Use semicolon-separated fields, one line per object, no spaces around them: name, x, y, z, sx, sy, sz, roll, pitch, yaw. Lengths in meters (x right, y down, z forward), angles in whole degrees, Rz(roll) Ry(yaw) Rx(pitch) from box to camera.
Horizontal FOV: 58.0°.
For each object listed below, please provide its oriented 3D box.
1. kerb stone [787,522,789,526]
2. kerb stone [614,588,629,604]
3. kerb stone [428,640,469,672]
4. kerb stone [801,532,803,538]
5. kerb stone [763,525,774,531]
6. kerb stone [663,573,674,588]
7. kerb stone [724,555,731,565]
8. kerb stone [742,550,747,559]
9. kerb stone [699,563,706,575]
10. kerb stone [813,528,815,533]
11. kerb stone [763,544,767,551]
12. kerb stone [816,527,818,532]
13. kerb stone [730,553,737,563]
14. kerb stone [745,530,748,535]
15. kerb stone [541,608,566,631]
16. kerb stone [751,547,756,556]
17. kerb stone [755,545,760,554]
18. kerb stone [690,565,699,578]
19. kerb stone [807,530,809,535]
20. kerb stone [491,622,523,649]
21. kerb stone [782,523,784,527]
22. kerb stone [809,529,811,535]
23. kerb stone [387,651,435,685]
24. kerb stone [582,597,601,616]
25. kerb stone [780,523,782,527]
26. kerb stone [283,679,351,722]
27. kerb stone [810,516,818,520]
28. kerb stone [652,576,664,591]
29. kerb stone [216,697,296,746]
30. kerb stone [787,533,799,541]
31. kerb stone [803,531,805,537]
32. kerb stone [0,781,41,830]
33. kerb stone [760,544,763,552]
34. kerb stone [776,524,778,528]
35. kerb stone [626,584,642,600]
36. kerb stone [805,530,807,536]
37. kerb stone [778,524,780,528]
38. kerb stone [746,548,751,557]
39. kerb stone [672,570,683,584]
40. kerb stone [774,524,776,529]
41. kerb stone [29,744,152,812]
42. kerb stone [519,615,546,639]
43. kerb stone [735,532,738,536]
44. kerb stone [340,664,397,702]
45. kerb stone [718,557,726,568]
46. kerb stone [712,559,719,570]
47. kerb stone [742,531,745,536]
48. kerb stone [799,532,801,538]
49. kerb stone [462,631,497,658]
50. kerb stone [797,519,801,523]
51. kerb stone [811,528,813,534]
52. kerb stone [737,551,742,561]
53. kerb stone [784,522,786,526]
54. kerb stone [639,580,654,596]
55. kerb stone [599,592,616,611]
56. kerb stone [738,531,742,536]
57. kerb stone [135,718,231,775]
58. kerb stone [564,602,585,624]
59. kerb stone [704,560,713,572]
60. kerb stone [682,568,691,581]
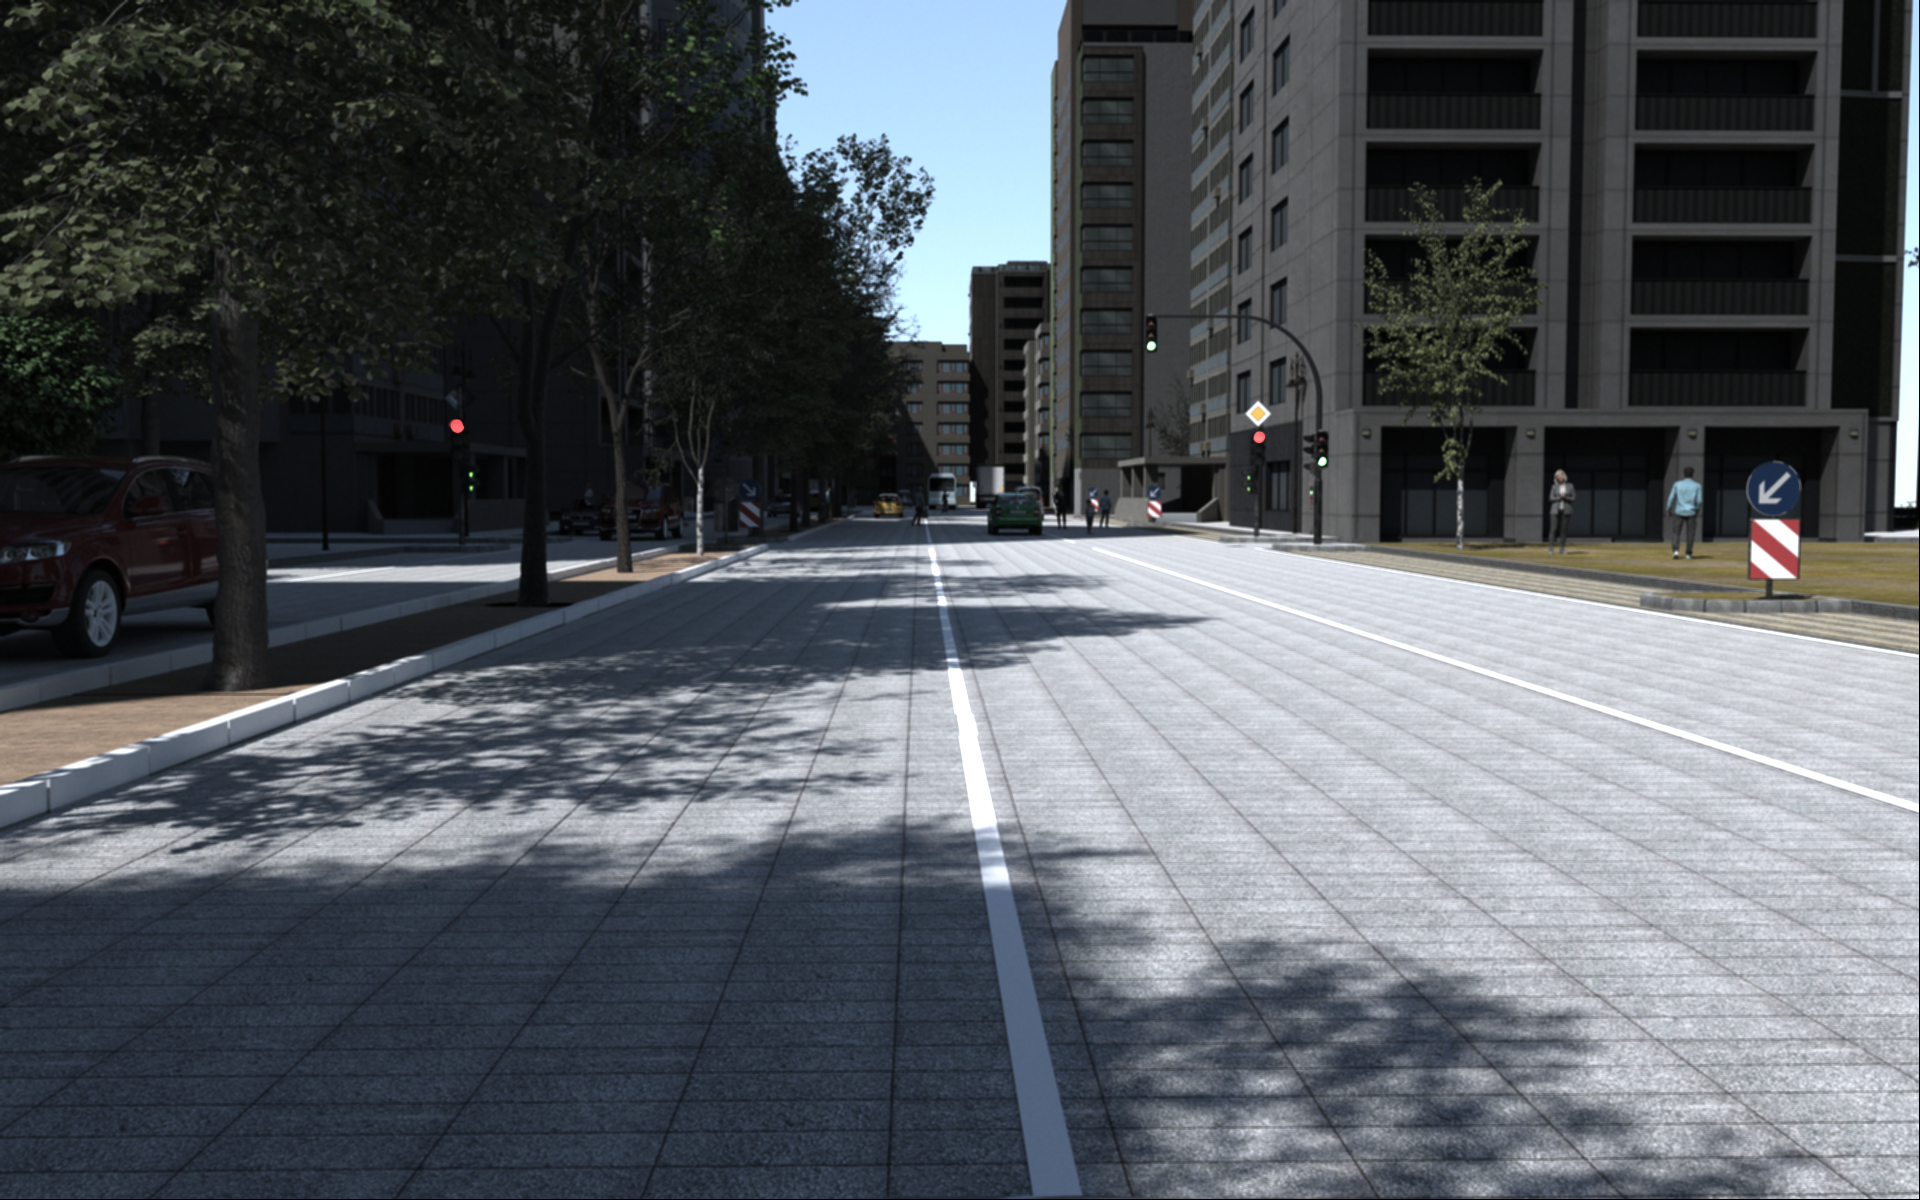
kerb stone;-7.854;-3.381;77.472;0.120;0.150;1.000;0;4;-1
kerb stone;-4.496;-0.026;22.628;0.120;0.150;1.000;0;4;-1
kerb stone;-4.305;0.475;14.425;0.120;0.150;1.000;0;4;-1
kerb stone;-5.259;-2.069;56.029;0.120;0.150;1.000;0;4;-1
kerb stone;-7.662;-2.880;69.287;0.120;0.150;1.000;0;4;-1
kerb stone;-4.594;-0.278;26.740;0.120;0.150;1.000;0;4;-1
kerb stone;-4.780;-0.774;34.919;0.120;0.150;1.000;0;4;-1
kerb stone;-4.839;-0.966;37.997;0.120;0.150;1.000;0;4;-1
kerb stone;-4.685;-0.527;30.828;0.120;0.150;1.000;0;4;-1
kerb stone;-5.400;-2.446;62.182;0.120;0.150;1.000;0;4;-1
kerb stone;-4.966;-1.280;43.118;0.120;0.150;1.000;0;4;-1
kerb stone;-5.454;-2.567;64.226;0.120;0.150;1.000;0;4;-1
kerb stone;-4.800;-0.841;35.941;0.120;0.150;1.000;0;4;-1
kerb stone;-7.435;-2.254;59.049;0.120;0.150;1.000;0;4;-1
kerb stone;-4.407;0.225;18.525;0.120;0.150;1.000;0;4;-1
kerb stone;-4.891;-1.089;40.053;0.120;0.150;1.000;0;4;-1
kerb stone;-4.915;-1.155;41.075;0.120;0.150;1.000;0;4;-1
kerb stone;-4.660;-0.463;29.807;0.120;0.150;1.000;0;4;-1
kerb stone;-5.329;-2.258;59.106;0.120;0.150;1.000;0;4;-1
kerb stone;-4.355;0.350;16.473;0.120;0.150;1.000;0;4;-1
kerb stone;-7.780;-3.193;74.402;0.120;0.150;1.000;0;4;-1
kerb stone;-5.354;-2.317;60.135;0.120;0.150;1.000;0;4;-1
kerb stone;-4.283;0.538;13.403;0.120;0.150;1.000;0;4;-1
kerb stone;-4.452;0.099;20.583;0.120;0.150;1.000;0;4;-1
kerb stone;-7.755;-3.127;73.376;0.120;0.150;1.000;0;4;-1
kerb stone;-4.237;0.663;11.360;0.120;0.150;1.000;0;4;-1
kerb stone;-8.344;-4.696;98.981;0.120;0.150;1.000;0;4;-1
kerb stone;-4.563;-0.215;25.718;0.120;0.150;1.000;0;4;-1
kerb stone;-4.221;0.725;10.338;0.120;0.150;1.000;0;4;-1
kerb stone;-5.208;-1.944;53.977;0.120;0.150;1.000;0;4;-1
kerb stone;-5.278;-2.132;57.056;0.120;0.150;1.000;0;4;-1
kerb stone;-4.145;0.915;7.265;0.120;0.150;1.000;0;4;-1
kerb stone;-4.944;-1.217;42.096;0.120;0.150;1.000;0;4;-1
kerb stone;-7.714;-3.005;71.331;0.120;0.150;1.000;0;4;-1
kerb stone;-4.518;-0.089;23.664;0.120;0.150;1.000;0;4;-1
kerb stone;-5.307;-2.195;58.082;0.120;0.150;1.000;0;4;-1
kerb stone;-7.731;-3.065;72.354;0.120;0.150;1.000;0;4;-1
kerb stone;-4.873;-1.029;39.019;0.120;0.150;1.000;0;4;-1
kerb stone;-4.604;-0.337;27.762;0.120;0.150;1.000;0;4;-1
kerb stone;-7.685;-2.943;70.309;0.120;0.150;1.000;0;4;-1
kerb stone;-4.164;0.851;8.287;0.120;0.150;1.000;0;4;-1
kerb stone;-4.379;0.287;17.500;0.120;0.150;1.000;0;4;-1
kerb stone;-7.362;-2.066;55.969;0.120;0.150;1.000;0;4;-1
kerb stone;-4.258;0.600;12.381;0.120;0.150;1.000;0;4;-1
kerb stone;-4.748;-0.716;33.898;0.120;0.150;1.000;0;4;-1
kerb stone;-4.740;-0.653;32.876;0.120;0.150;1.000;0;4;-1
kerb stone;-7.409;-2.187;58.025;0.120;0.150;1.000;0;4;-1
kerb stone;-5.238;-2.007;55.003;0.120;0.150;1.000;0;4;-1
kerb stone;-4.335;0.413;15.448;0.120;0.150;1.000;0;4;-1
kerb stone;-8.115;-4.069;88.743;0.120;0.150;1.000;0;4;-1
kerb stone;-5.379;-2.383;61.160;0.120;0.150;1.000;0;4;-1
kerb stone;-4.824;-0.903;36.962;0.120;0.150;1.000;0;4;-1
kerb stone;-7.803;-3.256;75.425;0.120;0.150;1.000;0;4;-1
kerb stone;-4.543;-0.153;24.691;0.120;0.150;1.000;0;4;-1
kerb stone;-4.471;0.041;21.605;0.120;0.150;1.000;0;4;-1
kerb stone;-7.384;-2.129;56.997;0.120;0.150;1.000;0;4;-1
kerb stone;-4.194;0.789;9.309;0.120;0.150;1.000;0;4;-1
kerb stone;-4.415;0.163;19.547;0.120;0.150;1.000;0;4;-1
kerb stone;-4.708;-0.586;31.850;0.120;0.150;1.000;0;4;-1
kerb stone;-4.637;-0.403;28.785;0.120;0.150;1.000;0;4;-1
